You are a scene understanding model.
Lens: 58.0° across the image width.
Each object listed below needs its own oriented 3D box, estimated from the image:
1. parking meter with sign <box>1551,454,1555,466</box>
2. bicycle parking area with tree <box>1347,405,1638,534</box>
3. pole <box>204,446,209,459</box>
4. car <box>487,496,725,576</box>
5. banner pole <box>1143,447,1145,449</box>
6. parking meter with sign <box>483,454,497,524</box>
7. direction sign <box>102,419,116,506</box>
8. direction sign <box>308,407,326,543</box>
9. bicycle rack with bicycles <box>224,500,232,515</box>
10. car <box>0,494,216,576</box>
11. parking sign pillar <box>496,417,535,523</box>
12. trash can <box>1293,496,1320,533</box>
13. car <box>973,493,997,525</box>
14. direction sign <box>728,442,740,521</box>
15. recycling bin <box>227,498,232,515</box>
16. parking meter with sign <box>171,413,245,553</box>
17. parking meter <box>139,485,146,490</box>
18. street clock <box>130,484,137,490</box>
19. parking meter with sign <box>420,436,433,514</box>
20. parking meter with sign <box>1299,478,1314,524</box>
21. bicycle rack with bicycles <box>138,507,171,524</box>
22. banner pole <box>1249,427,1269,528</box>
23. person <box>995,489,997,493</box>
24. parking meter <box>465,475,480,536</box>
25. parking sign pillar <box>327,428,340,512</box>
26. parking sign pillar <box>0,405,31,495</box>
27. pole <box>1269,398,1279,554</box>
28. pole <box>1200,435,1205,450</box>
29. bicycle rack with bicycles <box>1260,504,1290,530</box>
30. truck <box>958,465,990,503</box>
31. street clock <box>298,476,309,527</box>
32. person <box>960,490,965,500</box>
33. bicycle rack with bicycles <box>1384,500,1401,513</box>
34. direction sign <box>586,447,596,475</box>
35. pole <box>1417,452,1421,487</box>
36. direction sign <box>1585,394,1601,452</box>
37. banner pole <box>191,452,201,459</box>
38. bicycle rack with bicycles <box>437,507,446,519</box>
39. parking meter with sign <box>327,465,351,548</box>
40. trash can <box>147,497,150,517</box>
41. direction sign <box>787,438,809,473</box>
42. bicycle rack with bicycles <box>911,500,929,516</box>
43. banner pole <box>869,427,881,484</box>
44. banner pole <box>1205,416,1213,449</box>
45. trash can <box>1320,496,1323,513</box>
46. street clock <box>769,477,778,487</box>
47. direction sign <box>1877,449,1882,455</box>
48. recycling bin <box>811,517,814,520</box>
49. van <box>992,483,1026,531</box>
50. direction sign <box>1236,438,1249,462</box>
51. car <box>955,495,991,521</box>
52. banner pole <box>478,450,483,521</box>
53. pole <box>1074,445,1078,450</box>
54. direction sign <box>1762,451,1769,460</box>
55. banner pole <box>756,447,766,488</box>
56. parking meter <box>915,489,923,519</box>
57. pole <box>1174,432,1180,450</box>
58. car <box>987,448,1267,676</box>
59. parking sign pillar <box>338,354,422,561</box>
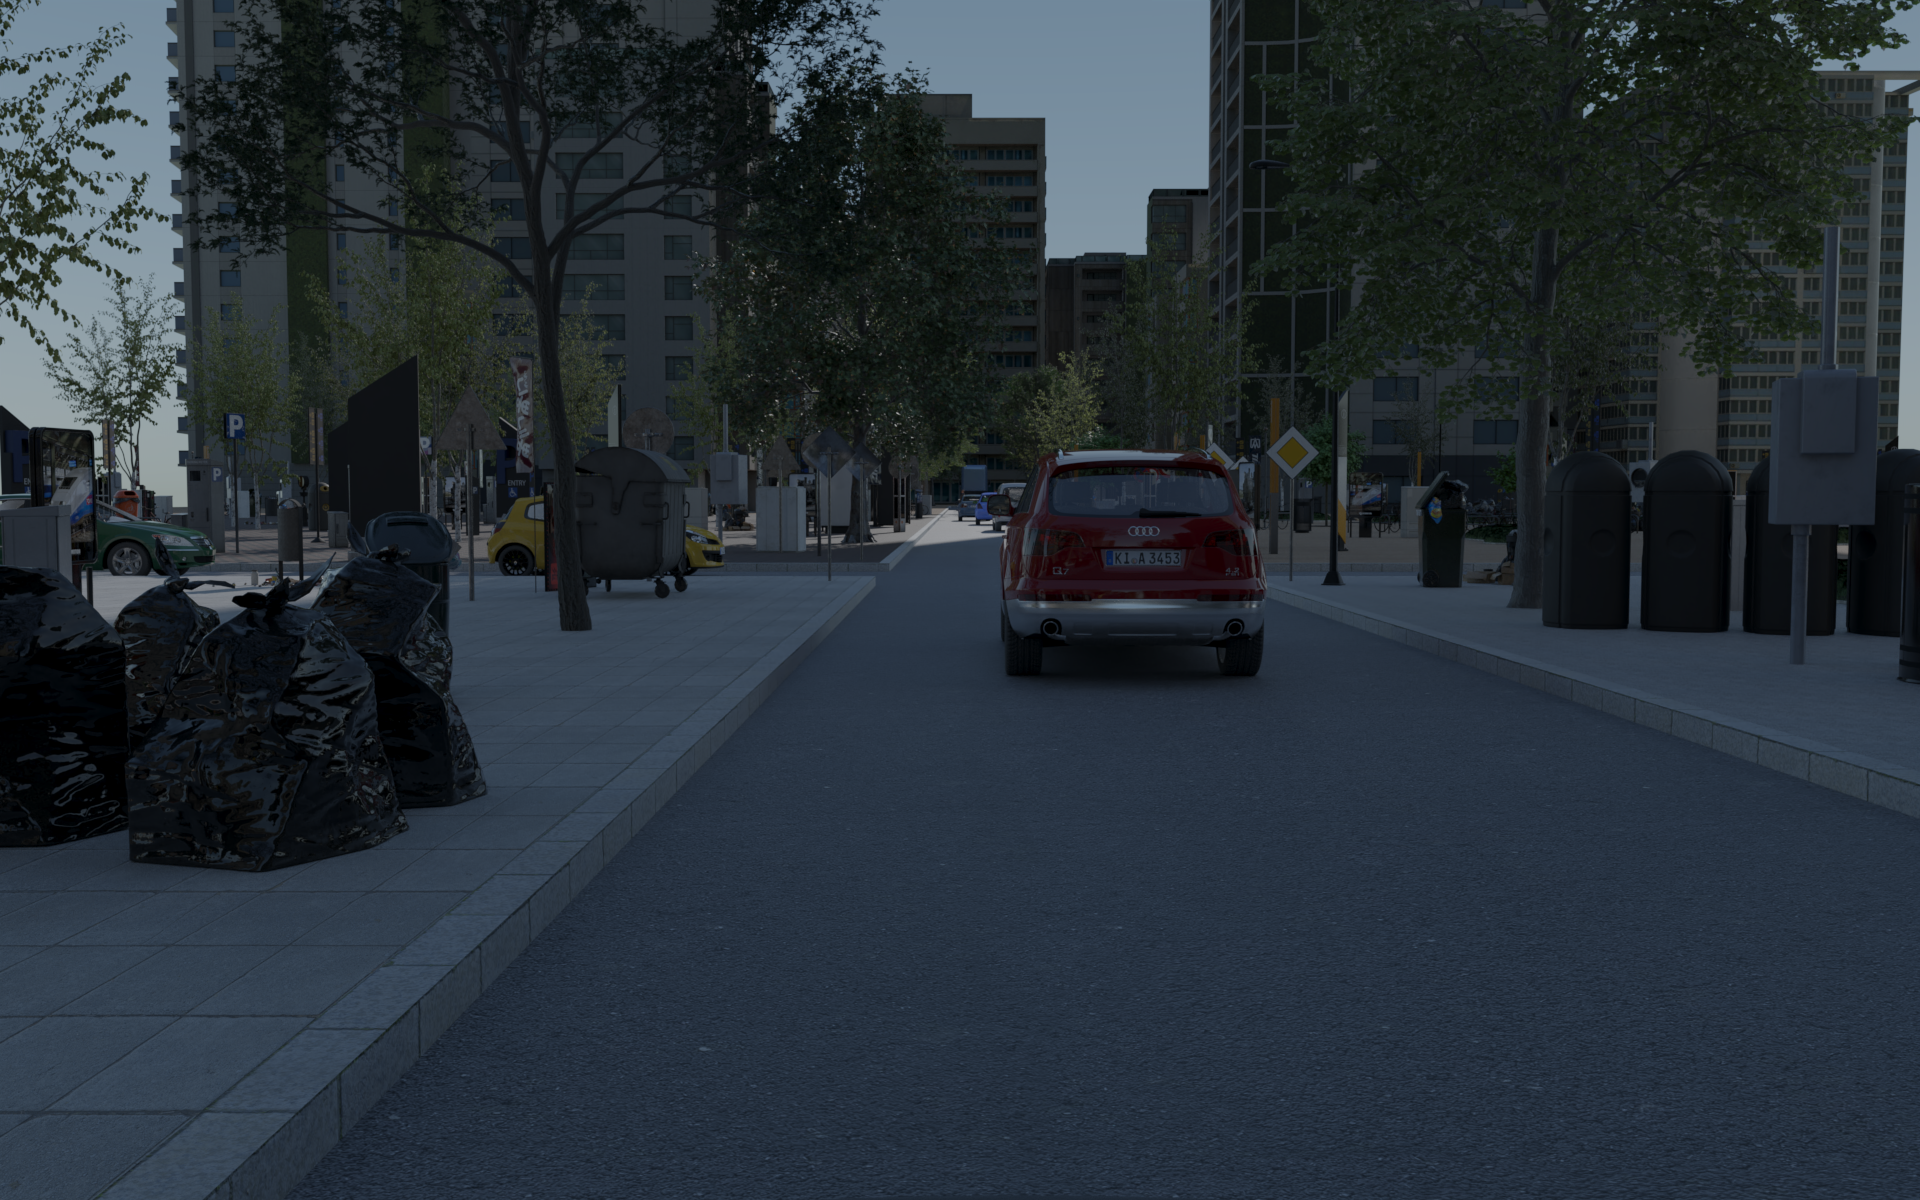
[{"bbox_3d":[25.591,-4.744,73.822,0.543,3.016,1.738,1,4,11],"label":"parking meter with sign"},{"bbox_3d":[17.529,-4.261,56.668,8.231,4.147,9.016,-1,4,-21],"label":"bicycle parking area with tree"},{"bbox_3d":[-31.839,-4.857,73.263,0.158,3.312,0.155,0,3,0],"label":"pole"},{"bbox_3d":[-6.054,-1.197,29.796,3.980,1.641,2.015,0,4,1],"label":"car"},{"bbox_3d":[9.913,-6.214,91.620,0.863,3.779,0.401,-2,4,-31],"label":"banner pole"},{"bbox_3d":[-20.088,-4.802,74.767,0.543,3.016,1.738,-3,5,-41],"label":"parking meter with sign"},{"bbox_3d":[-26.051,-3.734,53.056,0.379,3.537,0.876,0,4,-5],"label":"direction sign"},{"bbox_3d":[-16.992,-3.288,45.759,0.379,3.537,0.876,0,4,3],"label":"direction sign"},{"bbox_3d":[-44.634,-5.551,104.134,2.925,0.926,2.852,-1,4,-14],"label":"bicycle rack with bicycles"},{"bbox_3d":[-15.133,-1.067,29.245,4.920,1.459,2.131,0,4,-1],"label":"car"},{"bbox_3d":[-15.527,-4.404,60.477,1.447,3.967,1.447,1,4,15],"label":"parking sign pillar"},{"bbox_3d":[11.291,-2.781,57.118,0.748,1.137,0.748,0,3,0],"label":"trash can"},{"bbox_3d":[1.561,-4.400,81.524,1.945,1.707,3.694,0,3,0],"label":"car"},{"bbox_3d":[-9.886,-5.128,75.846,0.379,3.537,0.876,-3,5,-40],"label":"direction sign"},{"bbox_3d":[-44.449,-5.730,106.236,0.722,1.027,0.722,1,4,17],"label":"recycling bin"},{"bbox_3d":[-16.459,-2.540,37.784,1.738,3.016,0.543,1,4,20],"label":"parking meter with sign"},{"bbox_3d":[-50.677,-6.220,107.406,0.255,1.863,0.399,0,4,-5],"label":"parking meter"},{"bbox_3d":[-49.004,-6.005,102.750,0.358,2.002,0.471,-3,5,-42],"label":"street clock"},{"bbox_3d":[-16.548,-3.396,51.793,0.543,3.016,1.738,2,4,26],"label":"parking meter with sign"},{"bbox_3d":[15.116,-4.847,75.508,0.543,3.016,1.738,0,4,-7],"label":"parking meter with sign"},{"bbox_3d":[-23.990,-2.182,49.051,2.925,0.926,2.852,2,4,29],"label":"bicycle rack with bicycles"},{"bbox_3d":[11.250,-4.594,65.131,0.863,3.779,0.401,1,4,20],"label":"banner pole"},{"bbox_3d":[2.395,-6.896,121.697,0.683,1.767,0.568,-2,4,-28],"label":"person"},{"bbox_3d":[-15.086,-2.929,53.603,0.255,1.863,0.399,2,4,30],"label":"parking meter"},{"bbox_3d":[-18.536,-3.931,52.742,1.447,3.967,1.447,-1,4,-15],"label":"parking sign pillar"},{"bbox_3d":[-28.729,-3.955,53.130,1.447,3.967,1.447,1,4,19],"label":"parking sign pillar"},{"bbox_3d":[6.702,-2.635,36.933,0.158,3.312,0.155,0,3,0],"label":"pole"},{"bbox_3d":[8.396,-4.048,60.035,0.158,3.312,0.155,0,3,0],"label":"pole"},{"bbox_3d":[10.754,-3.026,62.854,2.852,0.926,2.925,3,5,43],"label":"bicycle rack with bicycles"},{"bbox_3d":[1.226,-10.098,154.866,2.967,4.110,18.799,0,4,1],"label":"truck"},{"bbox_3d":[-25.870,-3.898,68.306,0.471,2.002,0.358,3,5,41],"label":"street clock"},{"bbox_3d":[0.170,-7.703,134.993,0.434,1.755,0.990,1,4,16],"label":"person"},{"bbox_3d":[26.254,-5.410,101.843,2.852,0.926,2.925,-1,4,-18],"label":"bicycle rack with bicycles"},{"bbox_3d":[-17.759,-5.585,83.307,0.379,3.537,0.876,-3,5,-41],"label":"direction sign"},{"bbox_3d":[22.221,-5.505,83.855,0.158,3.312,0.155,0,3,0],"label":"pole"},{"bbox_3d":[14.440,-2.910,39.582,0.379,3.537,0.876,0,4,1],"label":"direction sign"},{"bbox_3d":[-45.022,-6.856,102.113,0.401,3.779,0.863,2,4,27],"label":"banner pole"},{"bbox_3d":[-27.910,-4.664,89.645,2.925,0.926,2.852,2,4,26],"label":"bicycle rack with bicycles"},{"bbox_3d":[-14.442,-2.797,41.999,0.543,3.016,1.738,3,5,42],"label":"parking meter with sign"},{"bbox_3d":[-38.780,-4.327,82.406,0.748,1.137,0.748,0,3,0],"label":"trash can"},{"bbox_3d":[-6.517,-4.753,69.708,0.876,3.537,0.379,0,4,-1],"label":"direction sign"},{"bbox_3d":[-3.304,-5.491,103.155,2.925,0.926,2.852,0,4,-2],"label":"bicycle rack with bicycles"},{"bbox_3d":[-2.832,-3.960,54.758,0.863,3.779,0.401,-2,4,-35],"label":"banner pole"},{"bbox_3d":[7.876,-3.966,54.861,0.401,3.779,0.863,2,4,24],"label":"banner pole"},{"bbox_3d":[21.708,-5.738,105.471,0.748,1.137,0.748,0,3,0],"label":"trash can"},{"bbox_3d":[-6.878,-3.622,63.783,0.358,2.002,0.471,-1,4,-20],"label":"street clock"},{"bbox_3d":[45.998,-5.806,86.932,0.379,3.537,0.876,0,4,3],"label":"direction sign"},{"bbox_3d":[-6.914,-4.454,85.377,0.722,1.027,0.722,2,4,34],"label":"recycling bin"},{"bbox_3d":[2.141,-3.721,67.848,2.013,2.044,4.112,0,4,-1],"label":"van"},{"bbox_3d":[11.480,-4.736,69.431,0.876,3.537,0.379,1,4,18],"label":"direction sign"},{"bbox_3d":[0.761,-4.954,92.995,2.014,1.417,4.499,0,4,0],"label":"car"},{"bbox_3d":[-22.563,-5.595,81.492,0.401,3.779,0.863,-2,4,-30],"label":"banner pole"},{"bbox_3d":[4.786,-4.744,71.405,0.158,3.312,0.155,0,3,0],"label":"pole"},{"bbox_3d":[42.203,-6.007,90.207,0.876,3.537,0.379,1,4,19],"label":"direction sign"},{"bbox_3d":[-9.353,-5.620,81.901,0.401,3.779,0.863,2,4,33],"label":"banner pole"},{"bbox_3d":[-2.140,-5.014,90.388,0.372,1.533,0.369,0,3,0],"label":"parking meter"},{"bbox_3d":[7.154,-3.875,57.202,0.158,3.312,0.155,0,3,0],"label":"pole"},{"bbox_3d":[1.376,-0.399,15.194,2.281,1.827,5.304,0,4,1],"label":"car"},{"bbox_3d":[-11.091,-2.748,33.407,1.447,3.967,1.447,-1,4,-15],"label":"parking sign pillar"}]
